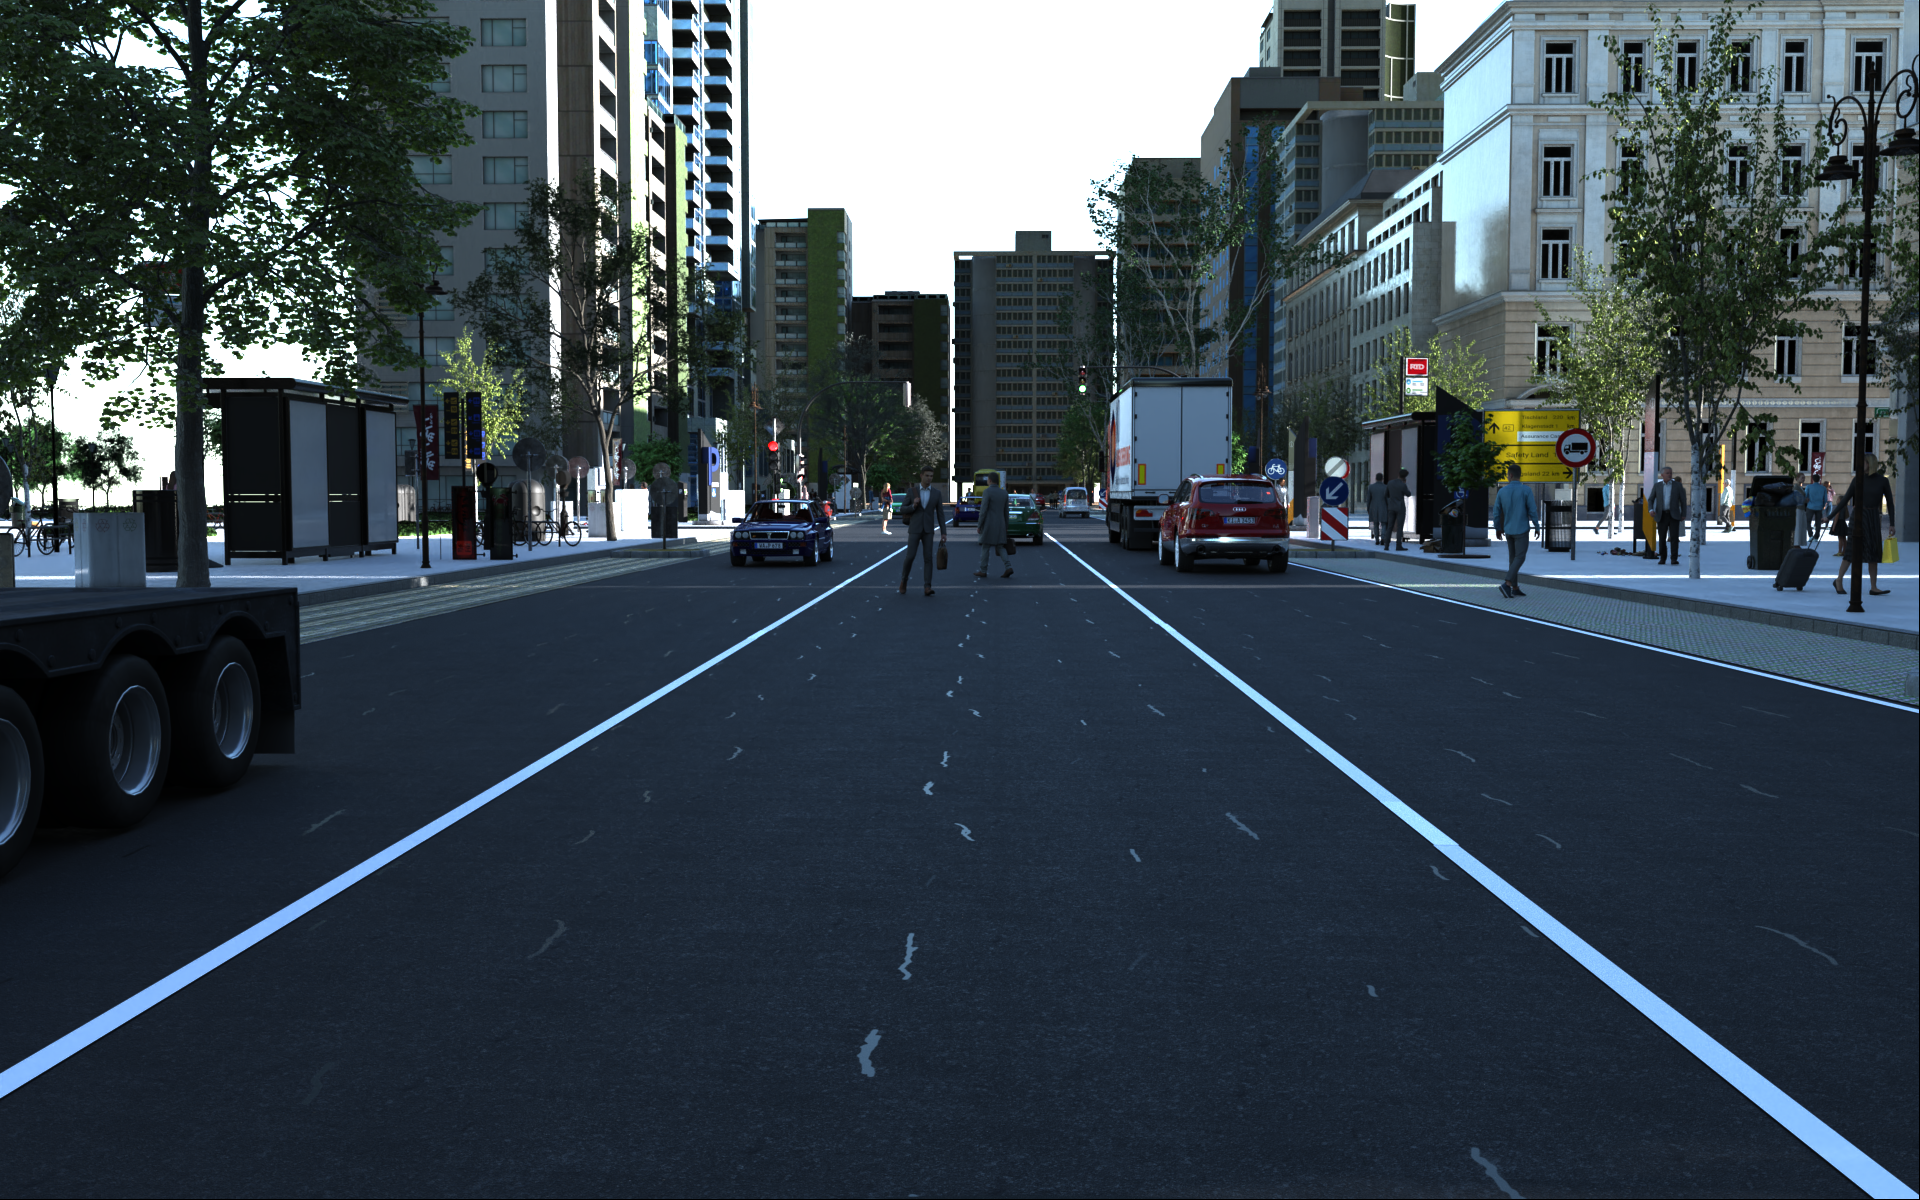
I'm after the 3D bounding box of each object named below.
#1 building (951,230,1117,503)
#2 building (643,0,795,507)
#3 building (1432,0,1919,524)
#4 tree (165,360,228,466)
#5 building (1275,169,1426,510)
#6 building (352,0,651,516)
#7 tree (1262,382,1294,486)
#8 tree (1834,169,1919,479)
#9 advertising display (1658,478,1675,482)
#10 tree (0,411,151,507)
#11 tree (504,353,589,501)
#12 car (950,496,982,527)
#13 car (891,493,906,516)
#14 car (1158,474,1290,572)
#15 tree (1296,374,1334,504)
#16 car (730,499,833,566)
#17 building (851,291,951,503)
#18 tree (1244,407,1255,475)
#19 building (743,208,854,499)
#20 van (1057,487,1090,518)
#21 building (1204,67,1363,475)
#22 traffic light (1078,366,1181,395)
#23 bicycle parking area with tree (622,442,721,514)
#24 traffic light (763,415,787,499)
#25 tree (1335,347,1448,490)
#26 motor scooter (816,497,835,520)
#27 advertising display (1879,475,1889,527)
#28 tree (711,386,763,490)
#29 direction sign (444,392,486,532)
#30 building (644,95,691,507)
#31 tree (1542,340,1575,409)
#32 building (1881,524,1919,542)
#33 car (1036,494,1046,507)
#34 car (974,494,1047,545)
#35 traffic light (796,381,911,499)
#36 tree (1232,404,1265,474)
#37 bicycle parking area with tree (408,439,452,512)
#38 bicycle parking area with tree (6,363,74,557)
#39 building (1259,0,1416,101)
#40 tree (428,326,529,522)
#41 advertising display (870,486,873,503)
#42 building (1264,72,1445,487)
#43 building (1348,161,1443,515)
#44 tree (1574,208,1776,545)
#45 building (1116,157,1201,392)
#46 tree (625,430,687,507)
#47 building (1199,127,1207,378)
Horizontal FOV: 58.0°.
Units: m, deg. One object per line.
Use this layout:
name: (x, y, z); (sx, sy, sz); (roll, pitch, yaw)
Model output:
building: (10.842, -34.638, 258.213); (23.993, 40.220, 32.217); (0, 4, 1)
building: (-35.603, -53.988, 195.377); (31.000, 86.520, 22.319); (0, 4, 1)
building: (35.860, -18.506, 88.482); (20.117, 28.700, 13.634); (0, 4, 1)
tree: (-40.982, -8.748, 93.399); (4.360, 8.622, 3.978); (0, 3, 0)
building: (33.926, -18.111, 129.392); (16.112, 22.955, 30.059); (0, 4, 1)
building: (-26.985, -25.675, 103.373); (14.154, 41.232, 14.086); (0, 4, 1)
tree: (22.485, -9.942, 112.922); (4.360, 8.622, 3.978); (0, 3, 0)
tree: (21.389, -5.335, 37.590); (4.360, 8.622, 3.978); (0, 3, 0)
advertising display: (27.911, -3.876, 68.580); (0.974, 1.923, 0.123); (0, 4, -5)
tree: (-63.888, -9.436, 117.184); (11.467, 7.101, 20.602); (0, 4, -2)
tree: (-21.019, -8.459, 88.668); (4.360, 8.622, 3.978); (0, 3, 0)
car: (0.539, -3.911, 76.531); (1.945, 1.354, 3.894); (0, 4, -1)
car: (-3.425, -5.662, 101.364); (1.959, 1.807, 4.718); (0, 4, -1)
car: (5.012, -1.508, 33.321); (2.281, 1.827, 5.304); (0, 4, 1)
tree: (22.342, -9.470, 105.201); (4.737, 8.622, 4.395); (0, 3, 0)
car: (-3.643, -1.414, 35.698); (1.945, 1.354, 3.894); (0, 4, 3)
building: (-8.394, -29.220, 249.447); (14.107, 30.474, 14.160); (0, 4, 1)
tree: (23.308, -10.826, 127.371); (4.360, 8.622, 3.978); (0, 3, 0)
building: (-22.782, -34.603, 249.355); (14.086, 41.232, 14.154); (0, 4, 1)
van: (6.900, -5.985, 104.872); (2.013, 2.044, 4.112); (0, 4, -1)
building: (34.425, -32.595, 183.037); (14.600, 45.320, 14.200); (0, 4, 1)
traffic light: (6.551, -5.313, 61.532); (4.771, 5.953, 1.251); (0, 4, 1)
bicycle parking area with tree: (-16.058, -6.678, 96.194); (8.231, 4.147, 9.016); (1, 4, 11)
traffic light: (-6.614, -4.465, 61.921); (0.839, 4.253, 0.868); (0, 4, 1)
tree: (22.578, -8.596, 90.912); (4.360, 8.622, 3.978); (0, 3, 0)
motor scooter: (-5.979, -3.938, 77.160); (0.815, 1.314, 1.986); (0, 4, 0)
advertising display: (31.350, -3.253, 58.397); (0.974, 1.923, 0.123); (-2, 4, -28)
tree: (-14.811, -10.135, 116.067); (4.737, 8.622, 4.395); (0, 3, 0)
direction sign: (-11.036, -2.846, 38.521); (0.876, 3.537, 0.379); (1, 4, 10)
building: (-27.953, -21.674, 126.073); (14.160, 30.474, 14.107); (0, 4, 1)
tree: (22.054, -6.586, 58.044); (4.360, 8.622, 3.978); (0, 3, 0)
building: (31.219, -15.339, 36.695); (13.634, 28.700, 20.117); (0, 4, 1)
car: (8.649, -11.422, 195.789); (2.155, 1.783, 4.494); (0, 4, -1)
car: (1.472, -2.344, 50.129); (2.131, 1.459, 4.920); (0, 4, 2)
traffic light: (-4.360, -5.824, 69.898); (4.771, 5.953, 1.251); (0, 4, 1)
tree: (22.977, -11.783, 143.018); (4.737, 8.622, 4.395); (0, 3, 0)
bicycle parking area with tree: (-31.124, -6.366, 91.084); (8.231, 4.147, 9.016); (1, 4, 22)
bicycle parking area with tree: (-22.523, -3.106, 37.790); (8.231, 4.147, 9.016); (1, 4, 11)
building: (54.668, -49.675, 250.436); (20.611, 71.187, 20.563); (0, 4, 1)
tree: (-21.339, -7.744, 76.983); (4.737, 8.622, 4.395); (0, 3, 0)
advertising display: (-7.011, -8.076, 137.254); (0.123, 1.923, 0.974); (0, 4, 0)
building: (43.004, -28.869, 163.892); (32.217, 40.220, 23.993); (0, 4, 1)
building: (30.633, -15.321, 105.250); (10.420, 20.320, 16.860); (0, 4, 1)
tree: (18.522, -5.693, 43.445); (4.360, 8.622, 3.978); (0, 3, 0)
building: (33.571, -38.414, 251.768); (21.600, 48.544, 21.300); (0, 4, 1)
tree: (-15.710, -6.478, 89.637); (4.285, 4.588, 4.351); (0, 3, 0)
building: (35.117, -33.512, 198.037); (14.600, 45.320, 14.200); (0, 4, 1)
